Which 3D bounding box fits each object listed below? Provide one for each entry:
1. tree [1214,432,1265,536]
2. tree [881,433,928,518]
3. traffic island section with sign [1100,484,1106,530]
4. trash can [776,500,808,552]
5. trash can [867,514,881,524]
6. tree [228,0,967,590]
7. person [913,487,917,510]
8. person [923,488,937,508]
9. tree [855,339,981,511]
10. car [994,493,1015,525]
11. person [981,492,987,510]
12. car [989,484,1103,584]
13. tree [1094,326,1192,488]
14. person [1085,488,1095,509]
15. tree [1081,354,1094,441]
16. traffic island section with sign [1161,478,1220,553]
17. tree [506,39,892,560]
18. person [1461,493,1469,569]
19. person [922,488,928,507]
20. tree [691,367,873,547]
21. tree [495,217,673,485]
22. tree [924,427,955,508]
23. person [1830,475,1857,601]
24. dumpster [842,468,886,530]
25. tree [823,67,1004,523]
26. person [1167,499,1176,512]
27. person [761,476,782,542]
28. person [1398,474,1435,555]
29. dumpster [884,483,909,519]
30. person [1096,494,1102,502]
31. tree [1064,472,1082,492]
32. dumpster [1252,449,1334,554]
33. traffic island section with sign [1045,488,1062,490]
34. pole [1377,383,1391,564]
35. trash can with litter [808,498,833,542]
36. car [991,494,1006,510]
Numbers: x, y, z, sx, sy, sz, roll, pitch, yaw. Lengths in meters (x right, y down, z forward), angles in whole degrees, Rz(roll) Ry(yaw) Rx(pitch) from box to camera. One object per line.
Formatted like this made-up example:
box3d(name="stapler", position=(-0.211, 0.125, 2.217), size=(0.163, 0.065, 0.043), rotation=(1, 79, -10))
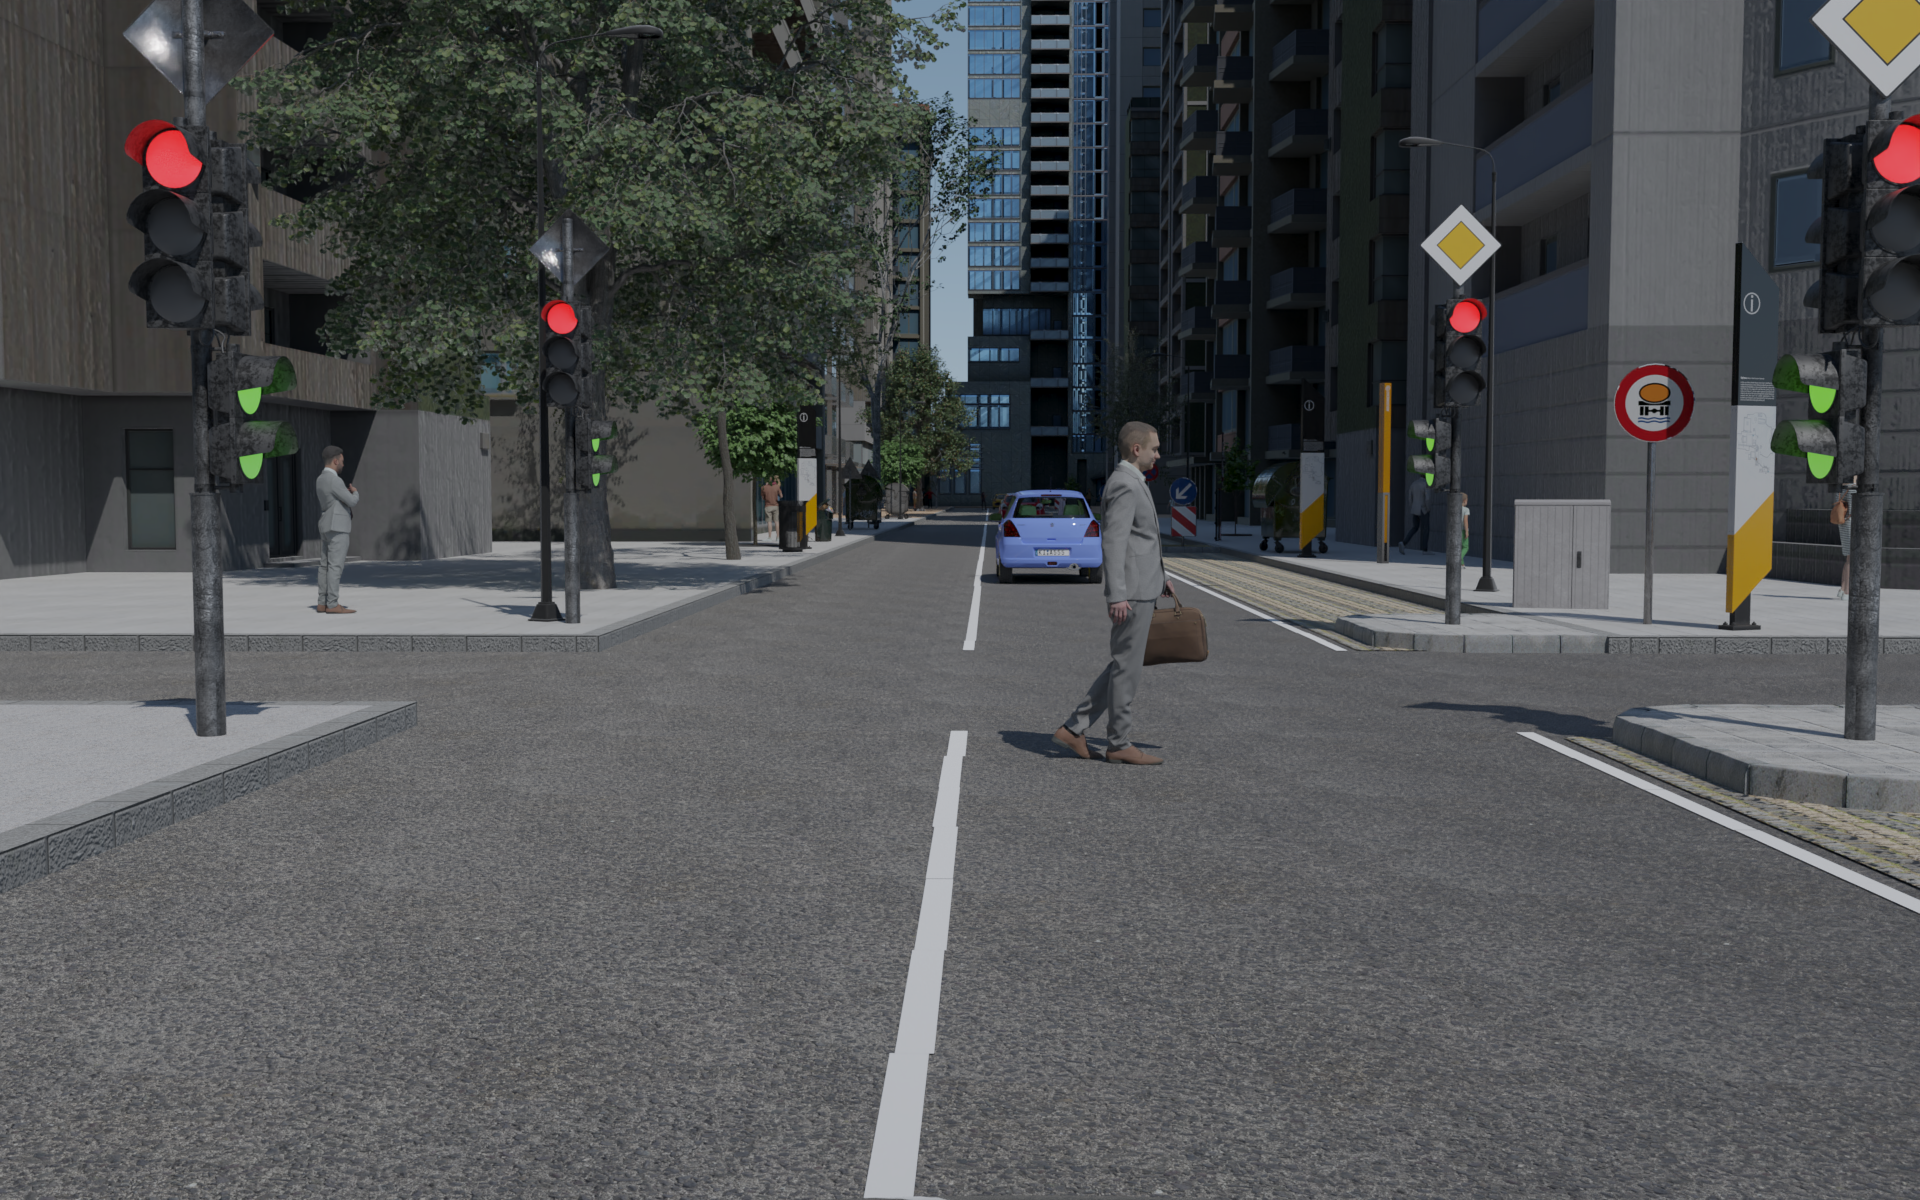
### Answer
box3d(name="tree", position=(8.365, -3.575, 53.045), size=(1.663, 3.219, 1.824), rotation=(0, 3, 0))
box3d(name="tree", position=(-3.367, -6.740, 93.918), size=(4.285, 4.588, 4.351), rotation=(0, 3, 0))
box3d(name="traffic island section with sign", position=(5.792, -3.734, 69.686), size=(1.989, 1.847, 2.006), rotation=(0, 4, 1))
box3d(name="trash can", position=(-3.706, -1.630, 38.303), size=(0.748, 1.137, 0.748), rotation=(0, 3, 0))
box3d(name="trash can", position=(-3.648, -3.780, 73.457), size=(0.748, 1.137, 0.748), rotation=(0, 3, 0))
box3d(name="tree", position=(-4.905, -7.126, 23.169), size=(9.857, 13.997, 8.962), rotation=(0, 3, 0))
box3d(name="person", position=(-3.668, -8.341, 142.417), size=(0.705, 1.824, 1.348), rotation=(-1, 4, -15))
box3d(name="person", position=(-2.677, -9.105, 154.850), size=(1.348, 1.831, 0.705), rotation=(0, 4, 6))
box3d(name="tree", position=(-3.036, -12.954, 128.804), size=(9.611, 12.733, 9.660), rotation=(0, 3, 0))
box3d(name="car", position=(2.421, -3.602, 67.936), size=(2.155, 1.783, 4.494), rotation=(0, 4, 2))
box3d(name="person", position=(2.169, -8.853, 154.712), size=(0.593, 1.643, 0.415), rotation=(0, 4, -3))
box3d(name="car", position=(1.455, -1.188, 29.008), size=(1.945, 1.707, 3.694), rotation=(0, 3, 0))
box3d(name="tree", position=(7.968, -7.637, 75.220), size=(4.360, 8.622, 3.978), rotation=(0, 3, 0))
box3d(name="person", position=(11.431, -8.981, 152.974), size=(0.705, 1.812, 1.348), rotation=(3, 5, 39))
box3d(name="tree", position=(7.956, -8.131, 83.305), size=(4.360, 8.622, 3.978), rotation=(0, 3, 0))
box3d(name="traffic island section with sign", position=(5.320, -2.086, 42.735), size=(1.989, 1.847, 2.006), rotation=(0, 4, 1))
box3d(name="tree", position=(-4.751, -6.065, 33.571), size=(7.601, 10.594, 8.767), rotation=(1, 4, 12))
box3d(name="person", position=(8.497, -1.169, 29.398), size=(0.306, 1.304, 0.590), rotation=(2, 4, 35))
box3d(name="person", position=(-3.543, -9.771, 165.432), size=(1.348, 1.869, 0.705), rotation=(-1, 4, -12))
box3d(name="tree", position=(-4.982, -3.607, 42.689), size=(4.285, 4.588, 4.351), rotation=(0, 3, 0))
box3d(name="tree", position=(-9.424, -5.721, 43.902), size=(4.360, 8.622, 3.978), rotation=(0, 3, 0))
box3d(name="tree", position=(-2.368, -12.622, 156.738), size=(4.360, 8.622, 3.978), rotation=(0, 3, 0))
box3d(name="person", position=(10.747, -0.846, 20.878), size=(0.522, 1.701, 0.512), rotation=(-1, 4, -13))
box3d(name="dumpster", position=(-3.514, -3.717, 63.266), size=(1.502, 2.255, 1.985), rotation=(0, 4, 1))
box3d(name="tree", position=(-4.917, -13.516, 76.869), size=(12.611, 20.169, 13.585), rotation=(0, 3, 0))
box3d(name="person", position=(9.928, -4.275, 80.961), size=(0.505, 1.210, 0.382), rotation=(1, 4, 14))
box3d(name="person", position=(-5.053, -2.498, 46.859), size=(0.573, 1.828, 0.580), rotation=(2, 4, 26))
box3d(name="person", position=(9.661, -1.873, 36.512), size=(0.795, 1.843, 0.661), rotation=(-2, 4, -23))
box3d(name="dumpster", position=(-3.258, -5.088, 88.953), size=(1.264, 1.857, 1.865), rotation=(0, 4, 1))
box3d(name="person", position=(14.135, -10.007, 172.210), size=(1.348, 1.812, 0.705), rotation=(-1, 4, -9))
box3d(name="tree", position=(10.124, -9.809, 154.980), size=(1.663, 3.219, 1.824), rotation=(0, 3, 0))
box3d(name="dumpster", position=(7.323, -2.179, 38.122), size=(1.502, 2.255, 1.985), rotation=(0, 4, 1))
box3d(name="traffic island section with sign", position=(6.649, -6.738, 118.797), size=(1.989, 1.847, 2.006), rotation=(0, 4, 1))
box3d(name="pole", position=(7.817, -2.329, 31.925), size=(0.158, 3.312, 0.155), rotation=(0, 3, 0))
box3d(name="trash can with litter", position=(-3.922, -2.152, 46.572), size=(1.055, 1.170, 0.624), rotation=(0, 4, -2))
box3d(name="car", position=(3.896, -9.279, 161.933), size=(2.015, 1.641, 3.980), rotation=(0, 4, 0))
